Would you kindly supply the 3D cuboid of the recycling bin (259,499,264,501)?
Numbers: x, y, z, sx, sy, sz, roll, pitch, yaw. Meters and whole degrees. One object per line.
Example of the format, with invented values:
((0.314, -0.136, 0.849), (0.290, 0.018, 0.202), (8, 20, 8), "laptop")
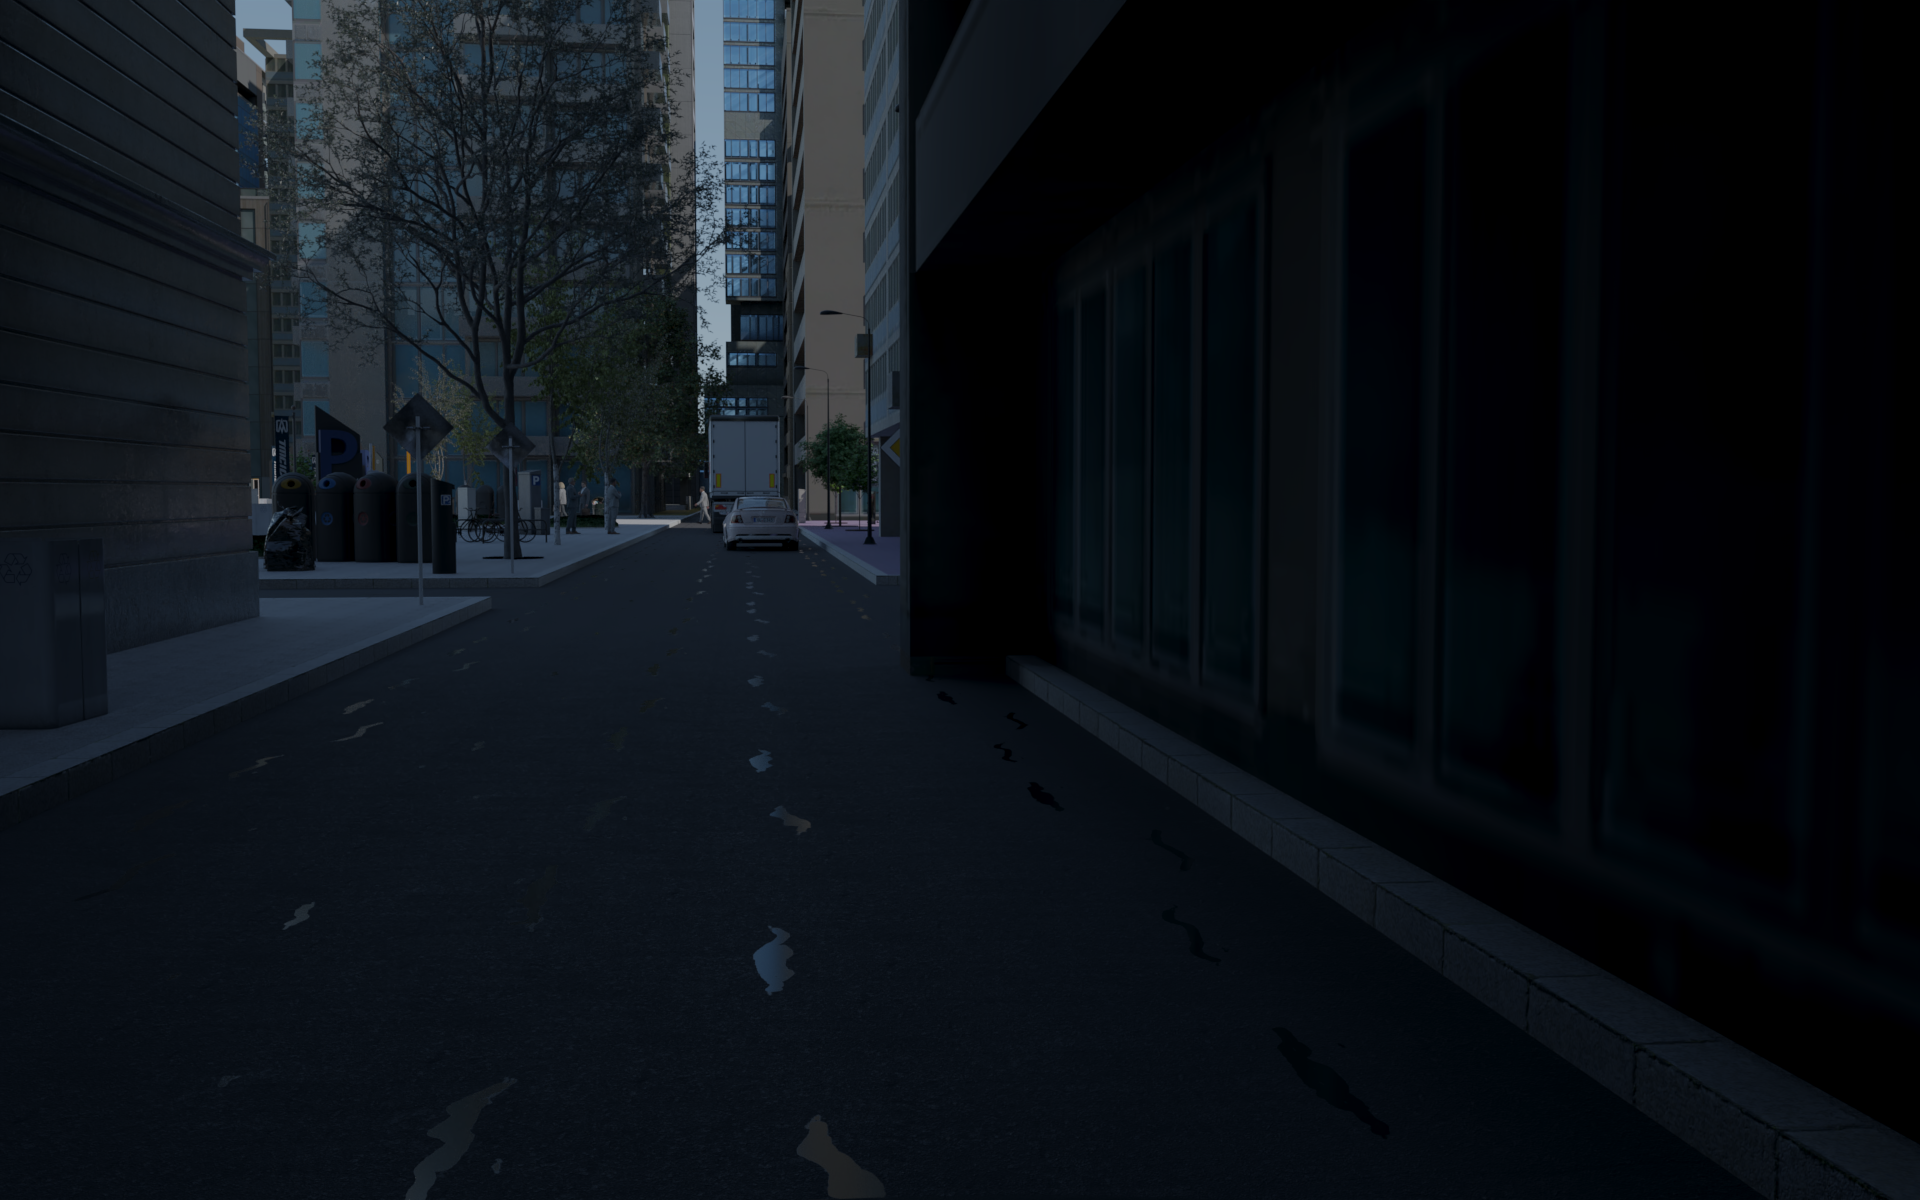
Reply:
((-37.957, -4.988, 94.110), (0.722, 1.027, 0.722), (-2, 4, -25), "recycling bin")

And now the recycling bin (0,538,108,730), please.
((-5.314, 0.172, 9.746), (0.722, 1.027, 0.722), (0, 4, -3), "recycling bin")

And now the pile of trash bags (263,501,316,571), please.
((-12.621, -1.196, 29.302), (3.447, 1.369, 1.912), (0, 4, -7), "pile of trash bags")

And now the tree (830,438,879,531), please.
((-3.521, -4.012, 60.203), (1.663, 3.219, 1.824), (0, 3, 0), "tree")

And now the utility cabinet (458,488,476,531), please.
((-16.989, -3.123, 59.735), (0.318, 1.500, 1.173), (-2, 4, -31), "utility cabinet")

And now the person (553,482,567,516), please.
((-17.517, -4.276, 76.135), (0.728, 1.800, 0.709), (1, 4, 14), "person")

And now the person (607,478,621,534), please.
((-11.006, -2.999, 55.256), (0.511, 1.800, 0.466), (3, 5, 43), "person")

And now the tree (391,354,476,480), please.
((-27.381, -8.548, 90.126), (4.360, 8.622, 3.978), (0, 3, 0), "tree")

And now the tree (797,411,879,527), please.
((-4.676, -5.194, 68.635), (4.285, 4.588, 4.351), (0, 3, 0), "tree")

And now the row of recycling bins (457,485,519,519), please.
((-20.579, -4.266, 76.868), (3.534, 1.692, 1.069), (0, 4, -6), "row of recycling bins")

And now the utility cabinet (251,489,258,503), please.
((-29.399, -3.820, 71.129), (0.318, 1.500, 1.173), (2, 4, 25), "utility cabinet")

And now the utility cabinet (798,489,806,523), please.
((-6.961, -4.140, 76.367), (0.318, 1.500, 1.173), (0, 4, -7), "utility cabinet")

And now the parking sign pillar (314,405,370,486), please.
((-18.889, -3.929, 52.703), (1.447, 3.967, 1.447), (-2, 4, -30), "parking sign pillar")

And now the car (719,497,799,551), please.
((-5.248, -2.022, 45.430), (2.083, 1.381, 4.827), (-1, 4, -9), "car")

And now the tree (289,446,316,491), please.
((-26.320, -4.585, 69.573), (1.663, 3.219, 1.824), (0, 3, 0), "tree")

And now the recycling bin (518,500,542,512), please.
((-17.580, -3.565, 70.836), (0.722, 1.027, 0.722), (2, 4, 33), "recycling bin")

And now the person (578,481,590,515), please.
((-15.830, -4.100, 73.041), (0.622, 1.834, 0.822), (2, 4, 29), "person")

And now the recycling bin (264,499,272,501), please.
((-35.134, -4.681, 89.090), (0.722, 1.027, 0.722), (1, 4, 19), "recycling bin")

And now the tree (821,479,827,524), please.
((-5.267, -4.934, 75.268), (1.663, 3.219, 1.824), (0, 3, 0), "tree")

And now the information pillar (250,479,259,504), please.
((-34.204, -4.861, 83.972), (0.304, 2.012, 0.304), (2, 4, 32), "information pillar")

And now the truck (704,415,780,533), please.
((-8.462, -4.776, 66.996), (2.839, 4.237, 11.283), (-1, 4, -9), "truck")

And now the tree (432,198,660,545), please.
((-9.892, -5.685, 43.308), (4.737, 8.622, 4.395), (0, 3, 0), "tree")

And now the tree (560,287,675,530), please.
((-12.458, -6.829, 62.015), (4.360, 8.622, 3.978), (0, 3, 0), "tree")

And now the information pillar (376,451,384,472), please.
((-31.807, -6.336, 94.953), (0.504, 3.616, 0.183), (2, 4, 25), "information pillar")

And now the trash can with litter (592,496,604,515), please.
((-16.938, -4.220, 80.392), (0.624, 1.170, 1.055), (-2, 4, -34), "trash can with litter")

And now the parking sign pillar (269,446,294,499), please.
((-37.504, -6.572, 95.918), (1.447, 3.967, 1.447), (0, 4, -8), "parking sign pillar")

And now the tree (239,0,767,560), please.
((-8.973, -7.547, 33.757), (12.009, 13.543, 11.850), (0, 3, 0), "tree")

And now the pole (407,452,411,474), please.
((-25.944, -5.365, 81.561), (0.158, 3.312, 0.155), (0, 3, 0), "pole")

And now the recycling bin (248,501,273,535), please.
((-18.758, -2.063, 46.277), (0.722, 1.027, 0.722), (-1, 4, -16), "recycling bin")

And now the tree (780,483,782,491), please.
((-19.255, -11.244, 178.445), (1.663, 3.219, 1.824), (0, 3, 0), "tree")

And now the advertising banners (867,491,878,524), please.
((-3.255, -4.687, 72.819), (0.090, 3.025, 2.074), (-3, 5, -40), "advertising banners")

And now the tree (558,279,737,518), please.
((-16.673, -10.694, 91.848), (9.611, 12.733, 9.660), (0, 3, 0), "tree")

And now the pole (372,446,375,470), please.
((-24.822, -4.857, 73.250), (0.158, 3.312, 0.155), (0, 3, 0), "pole")

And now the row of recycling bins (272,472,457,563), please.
((-11.435, -1.571, 32.801), (3.534, 1.692, 1.069), (1, 4, 16), "row of recycling bins")
